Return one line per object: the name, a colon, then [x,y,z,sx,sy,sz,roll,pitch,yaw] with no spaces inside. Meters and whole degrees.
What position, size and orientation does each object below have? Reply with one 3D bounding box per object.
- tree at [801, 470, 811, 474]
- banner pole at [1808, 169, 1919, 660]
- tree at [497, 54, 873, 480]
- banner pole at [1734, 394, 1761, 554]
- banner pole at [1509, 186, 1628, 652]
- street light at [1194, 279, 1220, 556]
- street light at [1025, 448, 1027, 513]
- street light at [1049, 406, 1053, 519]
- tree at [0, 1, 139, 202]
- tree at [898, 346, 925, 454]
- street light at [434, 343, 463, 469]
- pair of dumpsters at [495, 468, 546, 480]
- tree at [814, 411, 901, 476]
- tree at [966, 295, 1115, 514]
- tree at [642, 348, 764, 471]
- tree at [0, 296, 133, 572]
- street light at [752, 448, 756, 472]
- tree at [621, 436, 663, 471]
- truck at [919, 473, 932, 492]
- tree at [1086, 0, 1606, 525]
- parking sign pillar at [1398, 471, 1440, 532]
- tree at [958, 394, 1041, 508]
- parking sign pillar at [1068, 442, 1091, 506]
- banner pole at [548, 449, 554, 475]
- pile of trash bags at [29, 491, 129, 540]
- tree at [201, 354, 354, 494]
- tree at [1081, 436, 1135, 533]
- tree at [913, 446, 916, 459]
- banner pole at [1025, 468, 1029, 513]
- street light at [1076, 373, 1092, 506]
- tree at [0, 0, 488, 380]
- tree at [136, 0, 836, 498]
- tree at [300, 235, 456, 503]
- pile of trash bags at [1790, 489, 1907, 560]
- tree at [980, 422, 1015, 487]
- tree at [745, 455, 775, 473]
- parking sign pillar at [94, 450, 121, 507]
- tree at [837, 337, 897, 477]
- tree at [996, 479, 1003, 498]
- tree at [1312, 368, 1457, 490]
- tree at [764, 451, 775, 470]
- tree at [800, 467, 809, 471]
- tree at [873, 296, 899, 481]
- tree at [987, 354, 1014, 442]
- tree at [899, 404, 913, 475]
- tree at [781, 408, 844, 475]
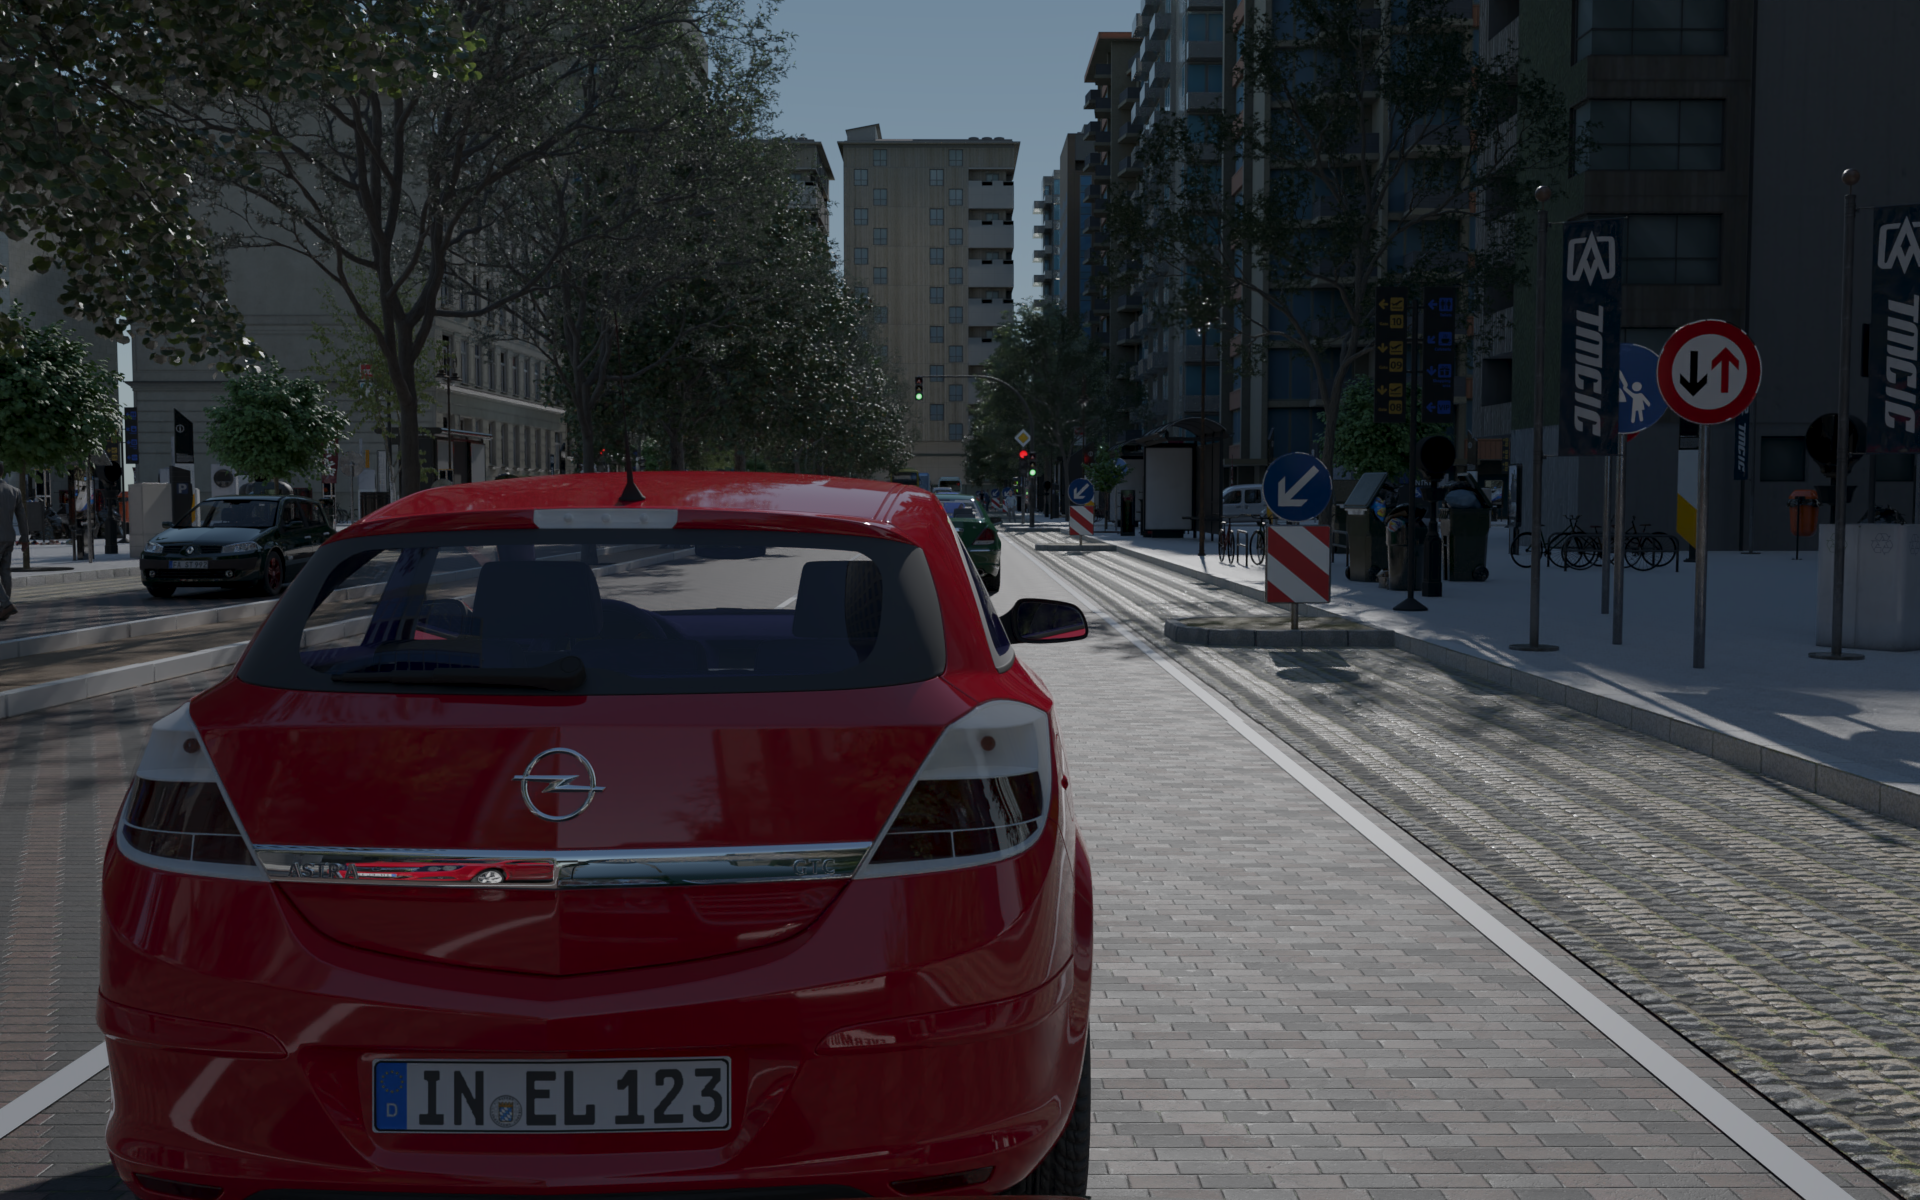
tree: [-16.469,-12.955,195.521,4.285,4.588,4.351,0,3,0]
banner pole: [7.051,-1.425,13.312,0.863,3.779,0.401,2,4,32]
tree: [-7.399,-7.687,45.147,9.611,12.733,9.660,0,3,0]
banner pole: [16.893,-2.887,37.216,0.401,3.779,0.863,-1,4,-13]
banner pole: [4.934,-1.471,14.060,0.863,3.779,0.401,2,4,31]
street light: [5.026,-3.856,35.830,0.468,5.910,1.993,0,4,0]
street light: [4.516,-8.926,118.730,0.468,5.910,1.993,0,4,0]
street light: [4.648,-7.047,88.006,0.468,5.910,1.993,0,4,0]
tree: [-7.056,-6.669,21.872,12.009,13.543,11.850,0,3,0]
tree: [-7.422,-10.159,78.929,12.009,13.543,11.850,0,3,0]
street light: [-15.662,-4.914,53.136,0.468,5.910,1.993,0,4,0]
pair of dumpsters: [-16.126,-3.744,63.708,1.574,2.255,4.437,0,4,0]
tree: [-7.696,-10.232,104.158,8.767,10.594,7.601,0,4,0]
tree: [5.707,-12.455,110.302,9.857,13.997,8.962,0,3,0]
tree: [-17.296,-11.885,112.449,7.486,12.596,7.792,0,3,0]
tree: [-15.760,-2.772,29.041,4.285,4.588,4.351,0,3,0]
street light: [-16.083,-10.002,136.313,0.468,5.910,1.993,0,4,0]
tree: [-16.793,-6.729,93.740,4.285,4.588,4.351,0,3,0]
truck: [-5.202,-13.709,213.898,2.967,4.110,18.799,0,4,1]
tree: [6.054,-5.775,28.827,8.767,10.594,7.601,1,4,14]
parking sign pillar: [15.575,-4.304,58.846,1.447,3.967,1.447,2,4,27]
tree: [4.343,-14.980,161.937,9.611,12.733,9.660,0,3,0]
parking sign pillar: [6.043,-6.050,87.397,1.447,3.967,1.447,-1,4,-10]
banner pole: [-22.582,-6.462,95.666,0.401,3.779,0.863,1,4,14]
pile of trash bags: [-24.969,-2.459,49.962,1.912,1.369,3.447,1,4,12]
tree: [-16.013,-3.476,40.551,4.285,4.588,4.351,0,3,0]
tree: [4.727,-3.850,57.552,1.663,3.219,1.824,0,3,0]
tree: [-7.976,-12.444,122.927,9.611,12.733,9.660,0,3,0]
banner pole: [4.554,-7.766,116.997,0.401,3.779,0.863,-2,4,-23]
street light: [4.725,-5.712,66.183,0.468,5.910,1.993,0,4,0]
tree: [-6.993,-6.178,10.126,9.857,13.997,8.962,0,3,0]
tree: [-7.411,-7.425,34.232,12.009,13.543,11.850,0,3,0]
tree: [-15.914,-5.979,48.114,4.737,8.622,4.395,0,3,0]
pile of trash bags: [17.448,-1.414,32.879,1.912,1.369,3.447,-3,5,-41]
tree: [4.894,-16.242,183.677,7.486,12.596,7.792,0,3,0]
tree: [-16.709,-9.633,141.205,4.285,4.588,4.351,0,3,0]
parking sign pillar: [-42.754,-6.008,86.707,1.447,3.967,1.447,2,4,28]
tree: [-7.774,-11.309,113.109,9.928,11.665,9.643,0,3,0]
tree: [4.187,-14.998,195.583,4.737,8.622,4.395,0,3,0]
tree: [10.407,-3.598,42.537,4.285,4.588,4.351,0,3,0]
tree: [-16.546,-14.158,149.618,7.486,12.596,7.792,0,3,0]
tree: [-16.289,-13.463,170.477,4.737,8.622,4.395,0,3,0]
tree: [-7.036,-8.304,55.230,9.611,12.733,9.660,0,3,0]
tree: [5.214,-9.034,82.114,8.767,10.594,7.601,1,4,11]
tree: [-7.694,-10.761,95.403,9.611,12.733,9.660,0,3,0]
tree: [-7.679,-8.287,88.309,4.360,8.622,3.978,0,3,0]
